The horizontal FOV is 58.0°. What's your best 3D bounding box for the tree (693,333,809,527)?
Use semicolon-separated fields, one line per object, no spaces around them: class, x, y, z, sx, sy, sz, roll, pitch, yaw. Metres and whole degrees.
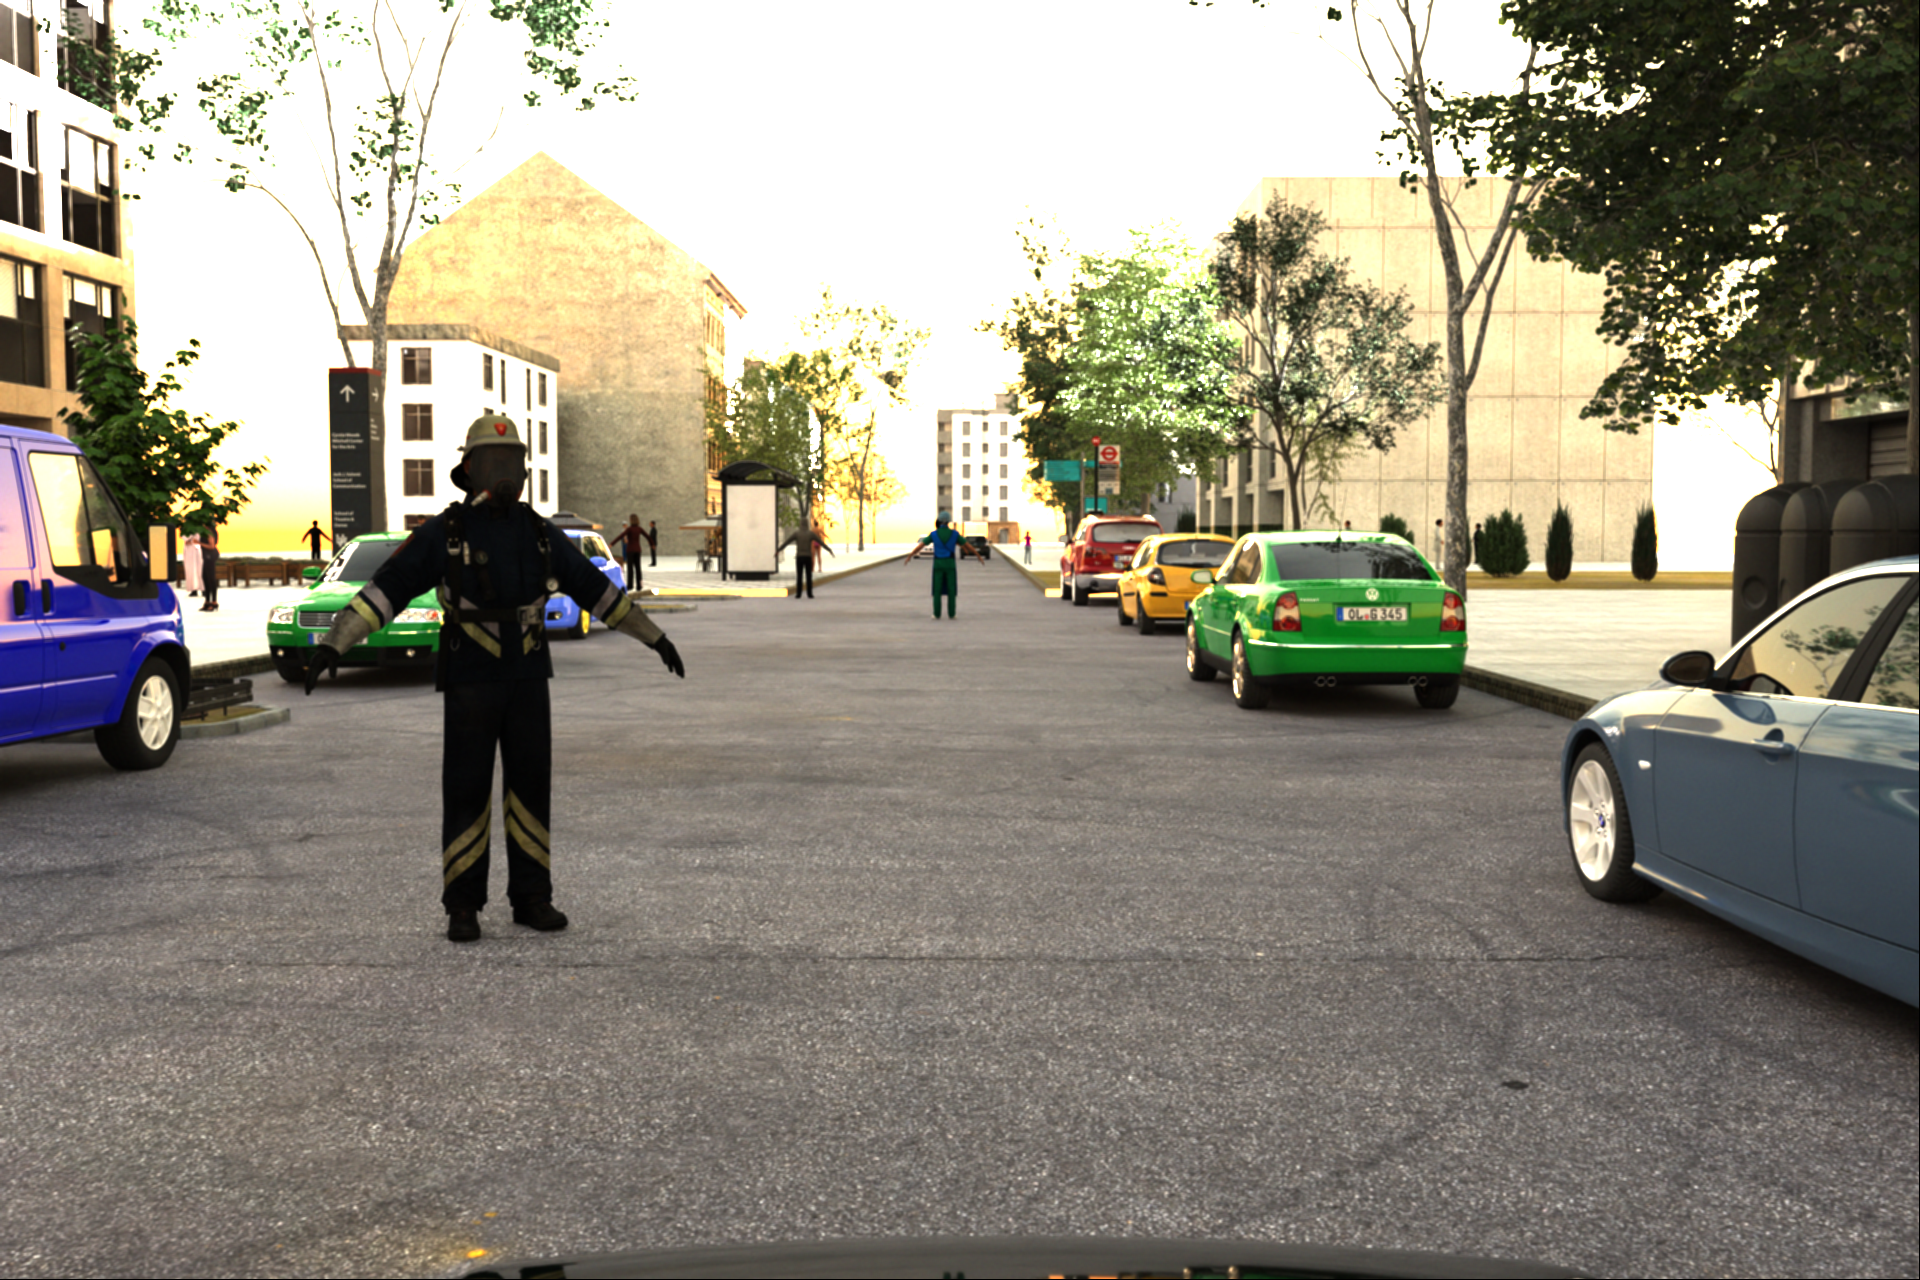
tree;-7.894;-6.923;63.560;4.737;8.622;4.395;0;3;0

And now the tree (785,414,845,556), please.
tree;-8.518;-9.214;101.010;4.737;8.622;4.395;0;3;0

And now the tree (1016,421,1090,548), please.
tree;7.644;-11.852;128.199;7.601;10.594;8.767;0;4;1

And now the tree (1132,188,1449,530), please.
tree;9.027;-6.836;46.183;8.767;10.594;7.601;0;4;-4

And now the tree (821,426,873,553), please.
tree;-7.634;-10.258;118.076;4.360;8.622;3.978;0;3;0

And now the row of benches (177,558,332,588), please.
row of benches;-17.266;-1.676;42.867;1.422;0.672;4.104;3;4;37

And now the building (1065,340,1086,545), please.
building;25.926;-21.707;198.890;27.936;21.610;32.646;0;4;1

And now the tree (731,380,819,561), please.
tree;-8.522;-8.043;81.867;4.737;8.622;4.395;0;3;0

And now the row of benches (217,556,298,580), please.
row of benches;-20.474;-2.068;49.269;4.104;0.672;1.422;2;4;30

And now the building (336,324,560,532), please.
building;-23.773;-8.642;83.439;9.099;9.664;28.070;0;4;1

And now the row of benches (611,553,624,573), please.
row of benches;-12.860;-2.506;56.430;4.104;0.672;1.422;-2;4;-31

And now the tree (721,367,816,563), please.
tree;-8.076;-7.666;75.707;4.737;8.622;4.395;0;3;0

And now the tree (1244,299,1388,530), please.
tree;10.501;-6.311;53.543;4.360;8.622;3.978;0;3;0

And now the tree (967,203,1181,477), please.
tree;5.821;-15.015;101.386;12.611;20.169;13.585;0;3;0

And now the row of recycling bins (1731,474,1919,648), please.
row of recycling bins;6.571;-0.322;12.376;1.069;1.692;3.534;0;4;0

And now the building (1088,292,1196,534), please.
building;25.613;-19.486;162.569;27.936;21.610;32.646;0;4;1

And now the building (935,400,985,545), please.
building;-3.006;-23.028;235.382;11.380;20.090;16.016;0;4;-2

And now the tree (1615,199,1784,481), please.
tree;25.368;-8.715;52.867;12.009;13.543;11.850;0;3;0

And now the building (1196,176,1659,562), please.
building;23.315;-13.933;94.258;16.747;18.905;31.486;0;4;0

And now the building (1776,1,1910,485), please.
building;25.965;-13.140;32.100;12.078;24.872;19.932;0;4;1

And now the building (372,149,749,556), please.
building;-23.959;-16.977;108.499;19.493;23.208;18.063;0;4;0

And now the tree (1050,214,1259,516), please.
tree;6.884;-8.771;61.540;7.486;12.596;7.792;0;3;0

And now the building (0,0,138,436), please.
building;-31.884;-13.823;29.202;19.351;26.588;34.151;0;4;1

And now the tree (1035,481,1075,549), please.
tree;8.307;-11.931;145.432;4.360;8.622;3.978;0;3;0

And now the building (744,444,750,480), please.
building;-24.078;-13.619;164.820;9.099;9.664;28.070;0;3;0

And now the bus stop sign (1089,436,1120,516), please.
bus stop sign;3.942;-3.591;47.411;0.855;3.939;0.416;0;4;-1

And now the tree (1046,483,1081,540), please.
tree;7.553;-10.180;116.806;4.360;8.622;3.978;0;3;0

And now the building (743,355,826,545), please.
building;-26.619;-23.294;211.781;19.493;23.208;18.063;0;4;1

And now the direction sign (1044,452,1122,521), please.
direction sign;3.979;-4.089;55.622;2.525;3.948;1.411;0;3;0

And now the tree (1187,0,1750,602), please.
tree;9.668;-10.700;30.837;12.611;20.169;13.585;0;3;0

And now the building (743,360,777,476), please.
building;-26.316;-20.367;189.414;16.016;20.090;11.380;0;4;0

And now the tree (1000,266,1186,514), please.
tree;6.698;-10.833;83.771;9.857;13.997;8.962;0;3;0

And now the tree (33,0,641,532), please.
tree;-12.577;-11.081;37.059;12.611;20.169;13.585;0;3;0

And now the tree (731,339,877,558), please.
tree;-8.260;-10.151;91.718;9.928;11.665;9.643;0;3;0

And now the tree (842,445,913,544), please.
tree;-11.584;-19.586;230.602;12.009;13.543;11.850;0;3;0

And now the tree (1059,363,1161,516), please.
tree;6.808;-7.421;71.702;4.360;8.622;3.978;0;3;0

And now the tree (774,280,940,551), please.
tree;-7.952;-16.722;129.298;12.611;20.169;13.585;0;3;0

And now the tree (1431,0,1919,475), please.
tree;8.975;-6.666;15.650;9.857;13.997;8.962;0;3;0
